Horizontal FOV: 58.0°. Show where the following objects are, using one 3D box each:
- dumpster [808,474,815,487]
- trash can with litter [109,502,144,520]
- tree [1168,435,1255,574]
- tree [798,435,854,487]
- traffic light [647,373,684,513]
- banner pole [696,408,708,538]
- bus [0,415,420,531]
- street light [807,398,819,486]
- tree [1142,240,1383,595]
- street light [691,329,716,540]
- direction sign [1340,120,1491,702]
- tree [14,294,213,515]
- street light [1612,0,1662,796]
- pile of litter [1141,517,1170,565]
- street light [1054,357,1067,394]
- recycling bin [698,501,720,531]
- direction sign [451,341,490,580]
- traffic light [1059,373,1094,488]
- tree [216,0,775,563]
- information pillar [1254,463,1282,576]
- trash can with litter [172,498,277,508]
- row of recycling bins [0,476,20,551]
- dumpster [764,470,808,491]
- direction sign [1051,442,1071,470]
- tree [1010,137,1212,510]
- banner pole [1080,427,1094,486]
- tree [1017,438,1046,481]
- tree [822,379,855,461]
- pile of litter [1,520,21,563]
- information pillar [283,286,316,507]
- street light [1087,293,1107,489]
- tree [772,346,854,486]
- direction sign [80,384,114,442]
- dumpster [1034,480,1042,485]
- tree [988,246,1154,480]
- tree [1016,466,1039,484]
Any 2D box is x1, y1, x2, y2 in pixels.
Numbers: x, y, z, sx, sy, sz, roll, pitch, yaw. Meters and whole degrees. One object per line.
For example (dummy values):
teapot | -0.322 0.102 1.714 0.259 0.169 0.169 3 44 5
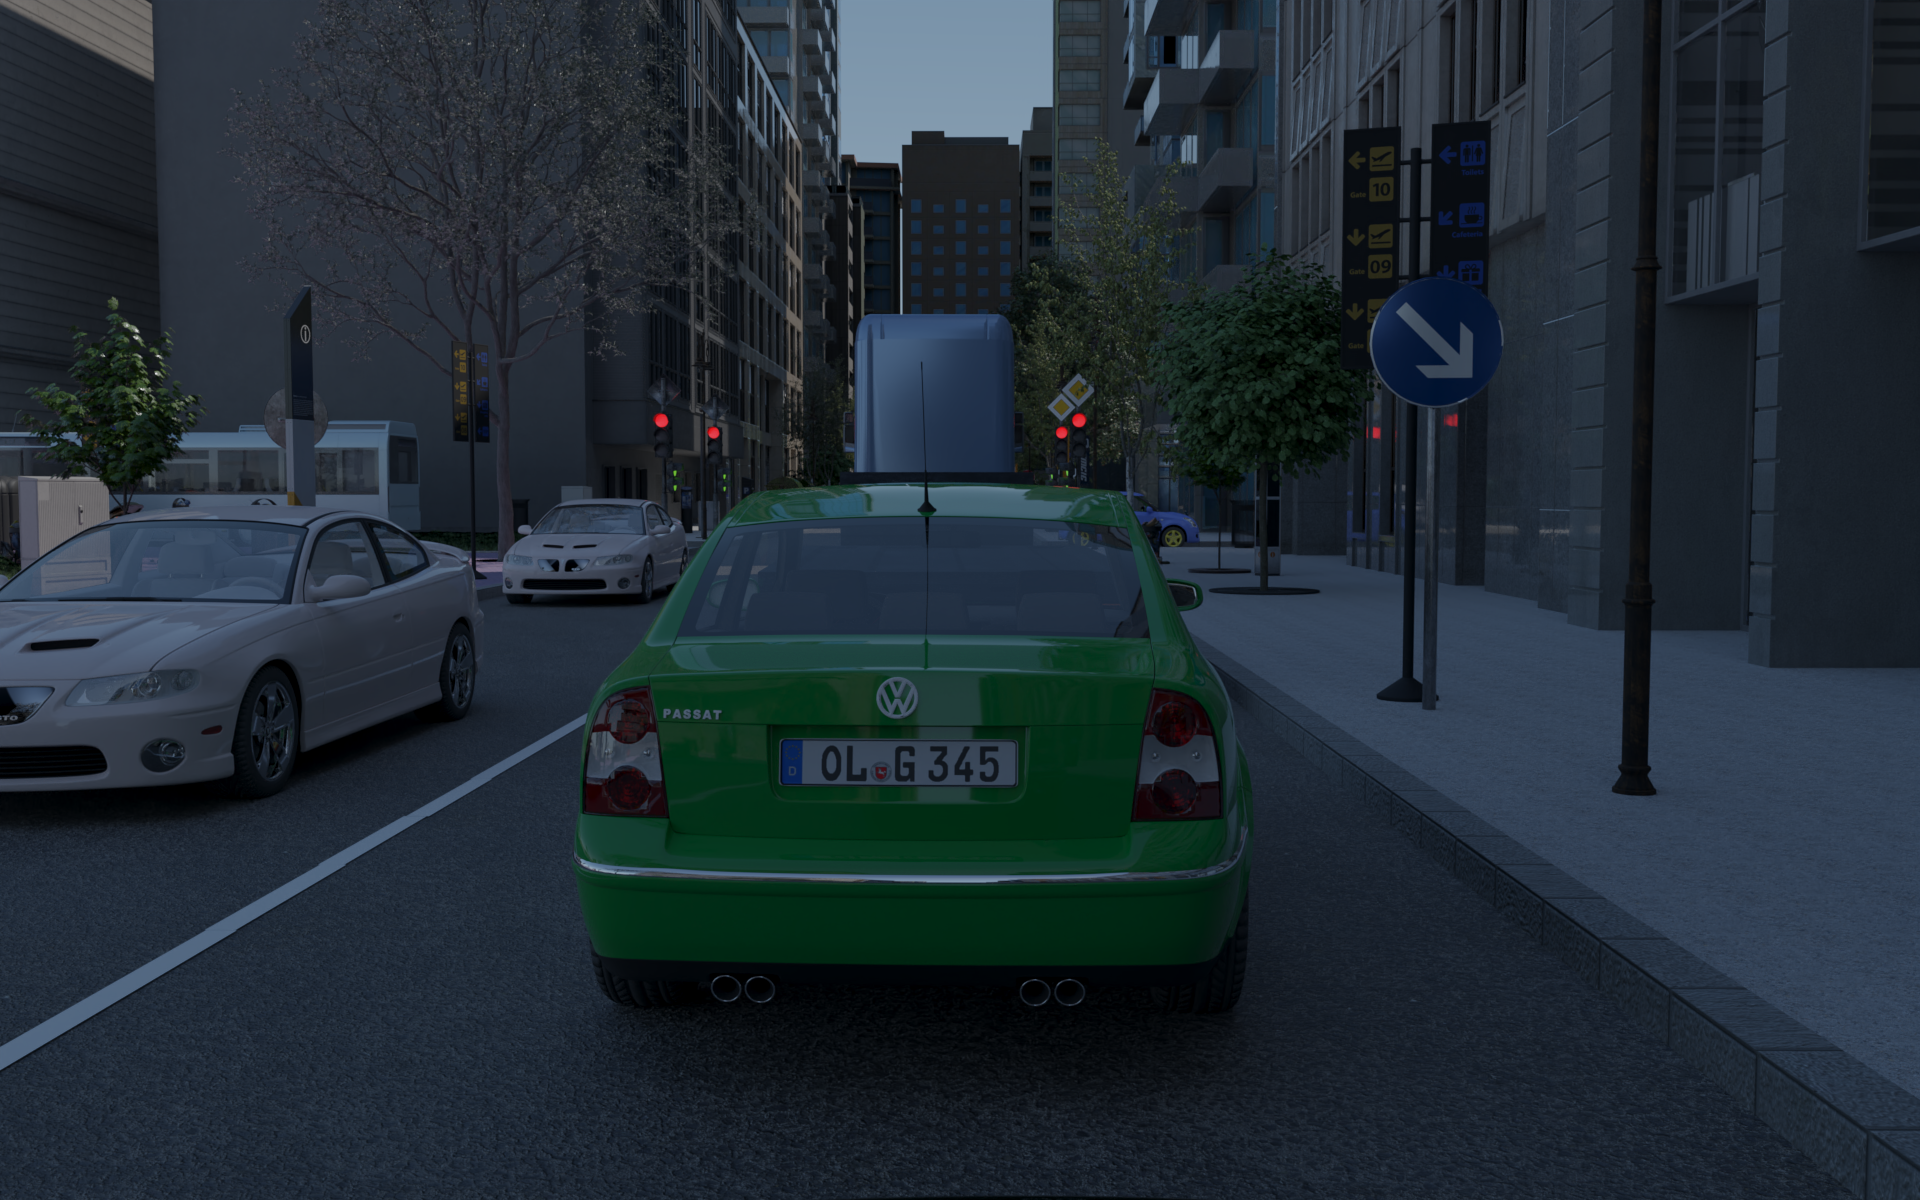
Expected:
dumpster | -7.067 -4.464 75.482 1.502 2.255 1.985 0 4 1
trash can with litter | -12.066 -0.805 24.544 1.055 1.170 0.624 2 4 24
tree | 4.214 -2.067 28.398 1.663 3.219 1.824 0 3 0
tree | -7.365 -6.912 96.717 4.285 4.588 4.351 0 3 0
traffic light | -6.879 -3.147 40.379 0.839 4.253 0.868 0 4 0
banner pole | -7.530 -3.705 50.589 0.401 3.779 0.863 0 4 -6
bus | -20.814 -3.022 44.275 13.247 3.499 2.948 0 3 0
street light | -6.942 -6.684 82.078 0.468 5.910 1.993 0 4 0
tree | 4.060 -2.376 22.567 4.285 4.588 4.351 0 3 0
street light | -7.180 -4.637 48.610 0.468 5.910 1.993 0 4 0
direction sign | 2.801 -1.146 10.733 0.876 3.537 0.379 1 4 19
tree | -8.322 -1.366 16.932 1.663 3.219 1.824 0 3 0
street light | 2.897 -2.109 7.266 0.468 5.910 1.993 0 4 0
pile of litter | 3.282 -1.098 31.921 1.176 0.858 1.719 0 4 7
street light | 3.350 -5.152 57.027 0.468 5.910 1.993 0 4 0
recycling bin | -8.866 -2.971 61.136 0.722 1.027 0.722 0 4 -6
direction sign | -7.333 -2.081 26.026 0.379 3.537 0.876 1 4 20
traffic light | 2.732 -3.143 40.312 0.839 4.253 0.868 0 4 0
tree | -8.708 -7.459 32.319 12.009 13.543 11.850 0 3 0
information pillar | 4.830 -1.386 27.161 0.304 2.012 0.304 -2 4 -24
trash can with litter | -11.247 -0.981 27.100 1.678 1.210 2.233 1 4 20
row of recycling bins | -21.979 -2.008 39.936 1.069 1.692 3.534 -1 4 -15
dumpster | -7.105 -4.132 70.045 1.502 2.255 1.985 0 4 0
direction sign | 4.329 -5.034 74.305 0.876 3.537 0.379 0 4 -8
tree | 3.475 -5.219 35.691 4.737 8.622 4.395 0 3 0
banner pole | 4.791 -4.580 64.904 0.863 3.779 0.401 0 4 -2
tree | 4.128 -14.599 156.818 7.486 12.596 7.792 0 3 0
tree | -7.192 -9.871 111.757 4.737 8.622 4.395 0 3 0
pile of litter | -16.501 -1.029 30.783 1.719 0.858 1.176 -3 4 -38
information pillar | -7.363 -1.713 19.357 0.183 3.616 0.504 0 4 8
street light | 3.120 -4.107 39.944 0.468 5.910 1.993 0 4 0
tree | -7.474 -8.334 86.630 4.360 8.622 3.978 0 3 0
direction sign | -17.549 -2.660 35.483 0.379 3.537 0.876 2 4 33
dumpster | 3.673 -5.572 93.598 1.502 2.255 1.985 0 4 1
tree | 4.341 -9.980 80.175 9.611 12.733 9.660 0 3 0
tree | 4.031 -6.745 104.889 1.663 3.219 1.824 0 3 0
